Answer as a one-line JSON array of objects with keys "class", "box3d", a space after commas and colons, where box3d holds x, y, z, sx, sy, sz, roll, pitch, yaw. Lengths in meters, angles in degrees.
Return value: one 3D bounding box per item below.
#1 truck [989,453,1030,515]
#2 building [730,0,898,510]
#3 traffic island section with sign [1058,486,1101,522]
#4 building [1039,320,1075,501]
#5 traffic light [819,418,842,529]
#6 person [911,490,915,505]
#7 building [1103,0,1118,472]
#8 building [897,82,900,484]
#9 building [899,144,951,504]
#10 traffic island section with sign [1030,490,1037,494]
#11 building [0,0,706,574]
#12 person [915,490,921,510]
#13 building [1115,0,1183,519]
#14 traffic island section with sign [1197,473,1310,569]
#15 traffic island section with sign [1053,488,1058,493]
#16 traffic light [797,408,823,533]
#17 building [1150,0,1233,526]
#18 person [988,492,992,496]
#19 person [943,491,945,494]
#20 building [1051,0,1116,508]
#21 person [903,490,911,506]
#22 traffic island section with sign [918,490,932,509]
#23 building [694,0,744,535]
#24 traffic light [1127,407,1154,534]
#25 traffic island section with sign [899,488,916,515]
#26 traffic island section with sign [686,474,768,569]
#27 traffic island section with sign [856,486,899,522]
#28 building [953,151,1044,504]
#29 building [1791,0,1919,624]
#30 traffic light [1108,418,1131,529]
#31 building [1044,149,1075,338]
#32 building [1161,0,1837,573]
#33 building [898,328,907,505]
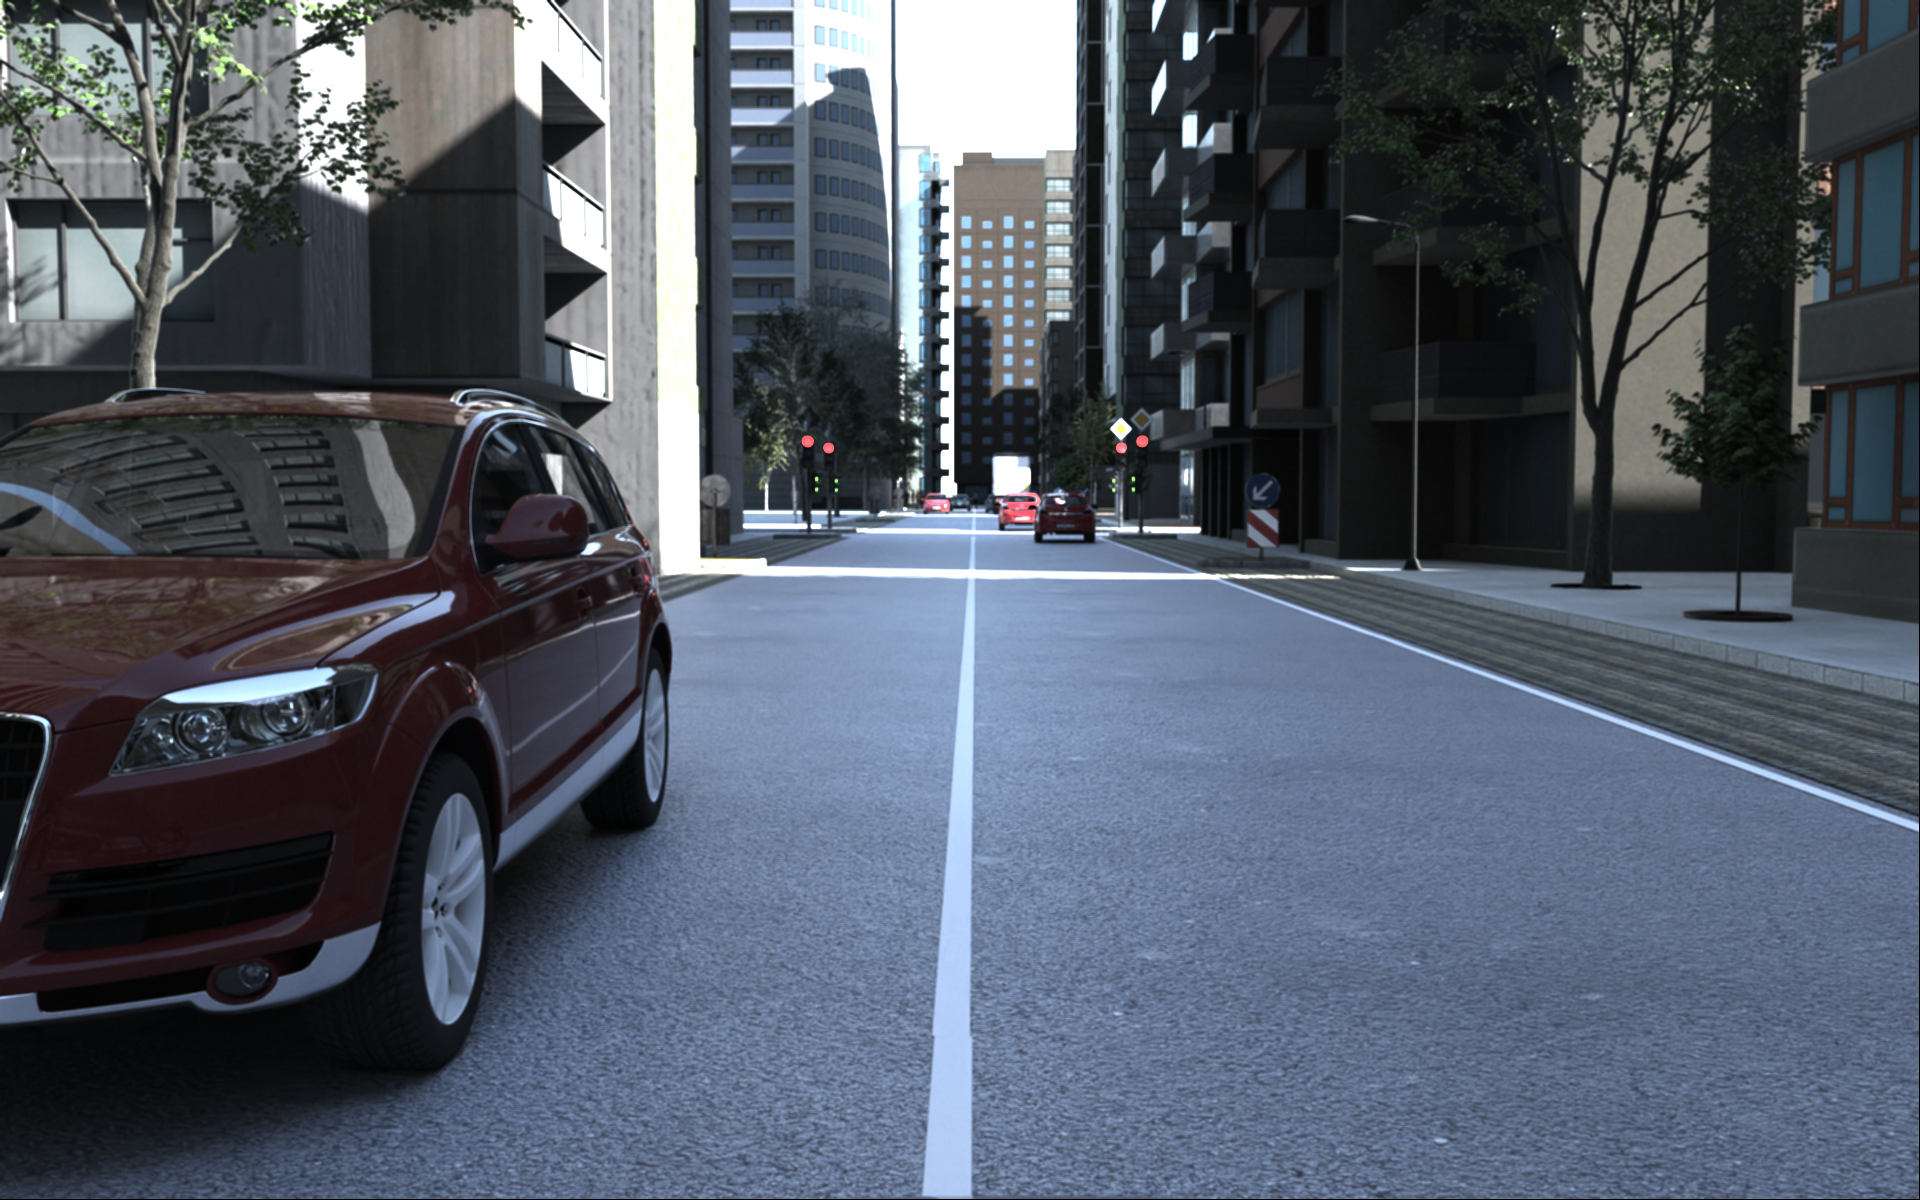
[{"class": "truck", "box3d": [3.580, -8.267, 124.073, 2.839, 4.237, 11.283, 0, 4, 0]}, {"class": "building", "box3d": [-16.675, -37.353, 152.719, 21.231, 58.520, 28.212, 0, 4, 1]}, {"class": "traffic island section with sign", "box3d": [6.211, -4.910, 88.911, 1.989, 1.847, 2.006, 0, 4, 1]}, {"class": "building", "box3d": [22.863, -20.905, 186.842, 27.650, 21.520, 28.899, 0, 4, 1]}, {"class": "traffic light", "box3d": [-4.825, -4.609, 64.278, 0.839, 4.253, 0.868, 0, 4, 1]}, {"class": "person", "box3d": [-5.777, -12.618, 212.355, 0.705, 1.824, 1.348, 1, 4, 14]}, {"class": "building", "box3d": [24.766, -32.748, 124.675, 28.713, 52.752, 27.495, 0, 4, 1]}, {"class": "building", "box3d": [-13.313, -32.058, 174.259, 14.600, 45.320, 14.200, 0, 4, 1]}, {"class": "building", "box3d": [-16.524, -37.628, 234.821, 30.456, 49.044, 23.786, 0, 4, 1]}, {"class": "traffic island section with sign", "box3d": [6.880, -9.629, 166.063, 1.989, 1.847, 2.006, 0, 4, 1]}, {"class": "building", "box3d": [-12.276, -21.029, 27.412, 14.154, 41.232, 14.086, 0, 4, 1]}, {"class": "person", "box3d": [-3.842, -9.149, 158.106, 0.705, 1.821, 1.348, 1, 4, 22]}, {"class": "building", "box3d": [15.605, -19.877, 96.687, 14.160, 30.474, 14.107, 0, 4, 1]}, {"class": "traffic island section with sign", "box3d": [5.710, -1.554, 34.039, 1.989, 1.847, 2.006, 0, 4, 1]}, {"class": "traffic island section with sign", "box3d": [6.441, -6.562, 115.918, 1.989, 1.847, 2.006, 0, 4, 1]}, {"class": "traffic light", "box3d": [-4.896, -4.121, 56.293, 0.839, 4.253, 0.868, 0, 4, 1]}, {"class": "building", "box3d": [23.478, -27.758, 73.451, 30.456, 49.044, 23.786, 0, 4, 1]}, {"class": "person", "box3d": [2.771, -8.685, 151.974, 0.593, 1.643, 0.415, -1, 4, -9]}, {"class": "person", "box3d": [-1.945, -11.816, 201.778, 0.705, 1.812, 1.348, 0, 4, 1]}, {"class": "building", "box3d": [19.225, -44.123, 159.666, 20.563, 71.187, 20.611, 0, 4, 1]}, {"class": "person", "box3d": [-5.690, -10.882, 184.509, 0.990, 1.755, 0.434, 2, 4, 29]}, {"class": "traffic island section with sign", "box3d": [-3.636, -9.635, 166.166, 1.989, 1.847, 2.006, 0, 4, 1]}, {"class": "building", "box3d": [-17.505, -37.089, 44.659, 20.611, 71.187, 20.563, 0, 4, 1]}, {"class": "traffic light", "box3d": [5.865, -4.116, 56.215, 0.839, 4.253, 0.868, 0, 4, 1]}, {"class": "traffic island section with sign", "box3d": [-4.074, -6.618, 116.831, 1.989, 1.847, 2.006, 0, 4, 1]}, {"class": "traffic island section with sign", "box3d": [-4.810, -1.546, 33.911, 1.989, 1.847, 2.006, 0, 4, 1]}, {"class": "traffic island section with sign", "box3d": [-4.312, -4.917, 89.013, 1.989, 1.847, 2.006, 0, 4, 1]}, {"class": "building", "box3d": [6.269, -35.425, 229.308, 14.200, 45.320, 14.600, 0, 4, 1]}, {"class": "building", "box3d": [23.199, -9.759, 4.594, 27.650, 21.520, 28.899, 0, 4, 1]}, {"class": "traffic light", "box3d": [5.936, -4.604, 64.199, 0.839, 4.253, 0.868, 0, 4, 1]}, {"class": "building", "box3d": [16.991, -32.071, 207.948, 14.154, 41.232, 14.086, 0, 4, 1]}, {"class": "building", "box3d": [17.107, -23.616, 40.754, 22.147, 44.769, 28.867, 0, 4, 1]}, {"class": "building", "box3d": [-21.152, -21.854, 202.345, 28.899, 21.520, 27.650, 0, 4, 1]}]
